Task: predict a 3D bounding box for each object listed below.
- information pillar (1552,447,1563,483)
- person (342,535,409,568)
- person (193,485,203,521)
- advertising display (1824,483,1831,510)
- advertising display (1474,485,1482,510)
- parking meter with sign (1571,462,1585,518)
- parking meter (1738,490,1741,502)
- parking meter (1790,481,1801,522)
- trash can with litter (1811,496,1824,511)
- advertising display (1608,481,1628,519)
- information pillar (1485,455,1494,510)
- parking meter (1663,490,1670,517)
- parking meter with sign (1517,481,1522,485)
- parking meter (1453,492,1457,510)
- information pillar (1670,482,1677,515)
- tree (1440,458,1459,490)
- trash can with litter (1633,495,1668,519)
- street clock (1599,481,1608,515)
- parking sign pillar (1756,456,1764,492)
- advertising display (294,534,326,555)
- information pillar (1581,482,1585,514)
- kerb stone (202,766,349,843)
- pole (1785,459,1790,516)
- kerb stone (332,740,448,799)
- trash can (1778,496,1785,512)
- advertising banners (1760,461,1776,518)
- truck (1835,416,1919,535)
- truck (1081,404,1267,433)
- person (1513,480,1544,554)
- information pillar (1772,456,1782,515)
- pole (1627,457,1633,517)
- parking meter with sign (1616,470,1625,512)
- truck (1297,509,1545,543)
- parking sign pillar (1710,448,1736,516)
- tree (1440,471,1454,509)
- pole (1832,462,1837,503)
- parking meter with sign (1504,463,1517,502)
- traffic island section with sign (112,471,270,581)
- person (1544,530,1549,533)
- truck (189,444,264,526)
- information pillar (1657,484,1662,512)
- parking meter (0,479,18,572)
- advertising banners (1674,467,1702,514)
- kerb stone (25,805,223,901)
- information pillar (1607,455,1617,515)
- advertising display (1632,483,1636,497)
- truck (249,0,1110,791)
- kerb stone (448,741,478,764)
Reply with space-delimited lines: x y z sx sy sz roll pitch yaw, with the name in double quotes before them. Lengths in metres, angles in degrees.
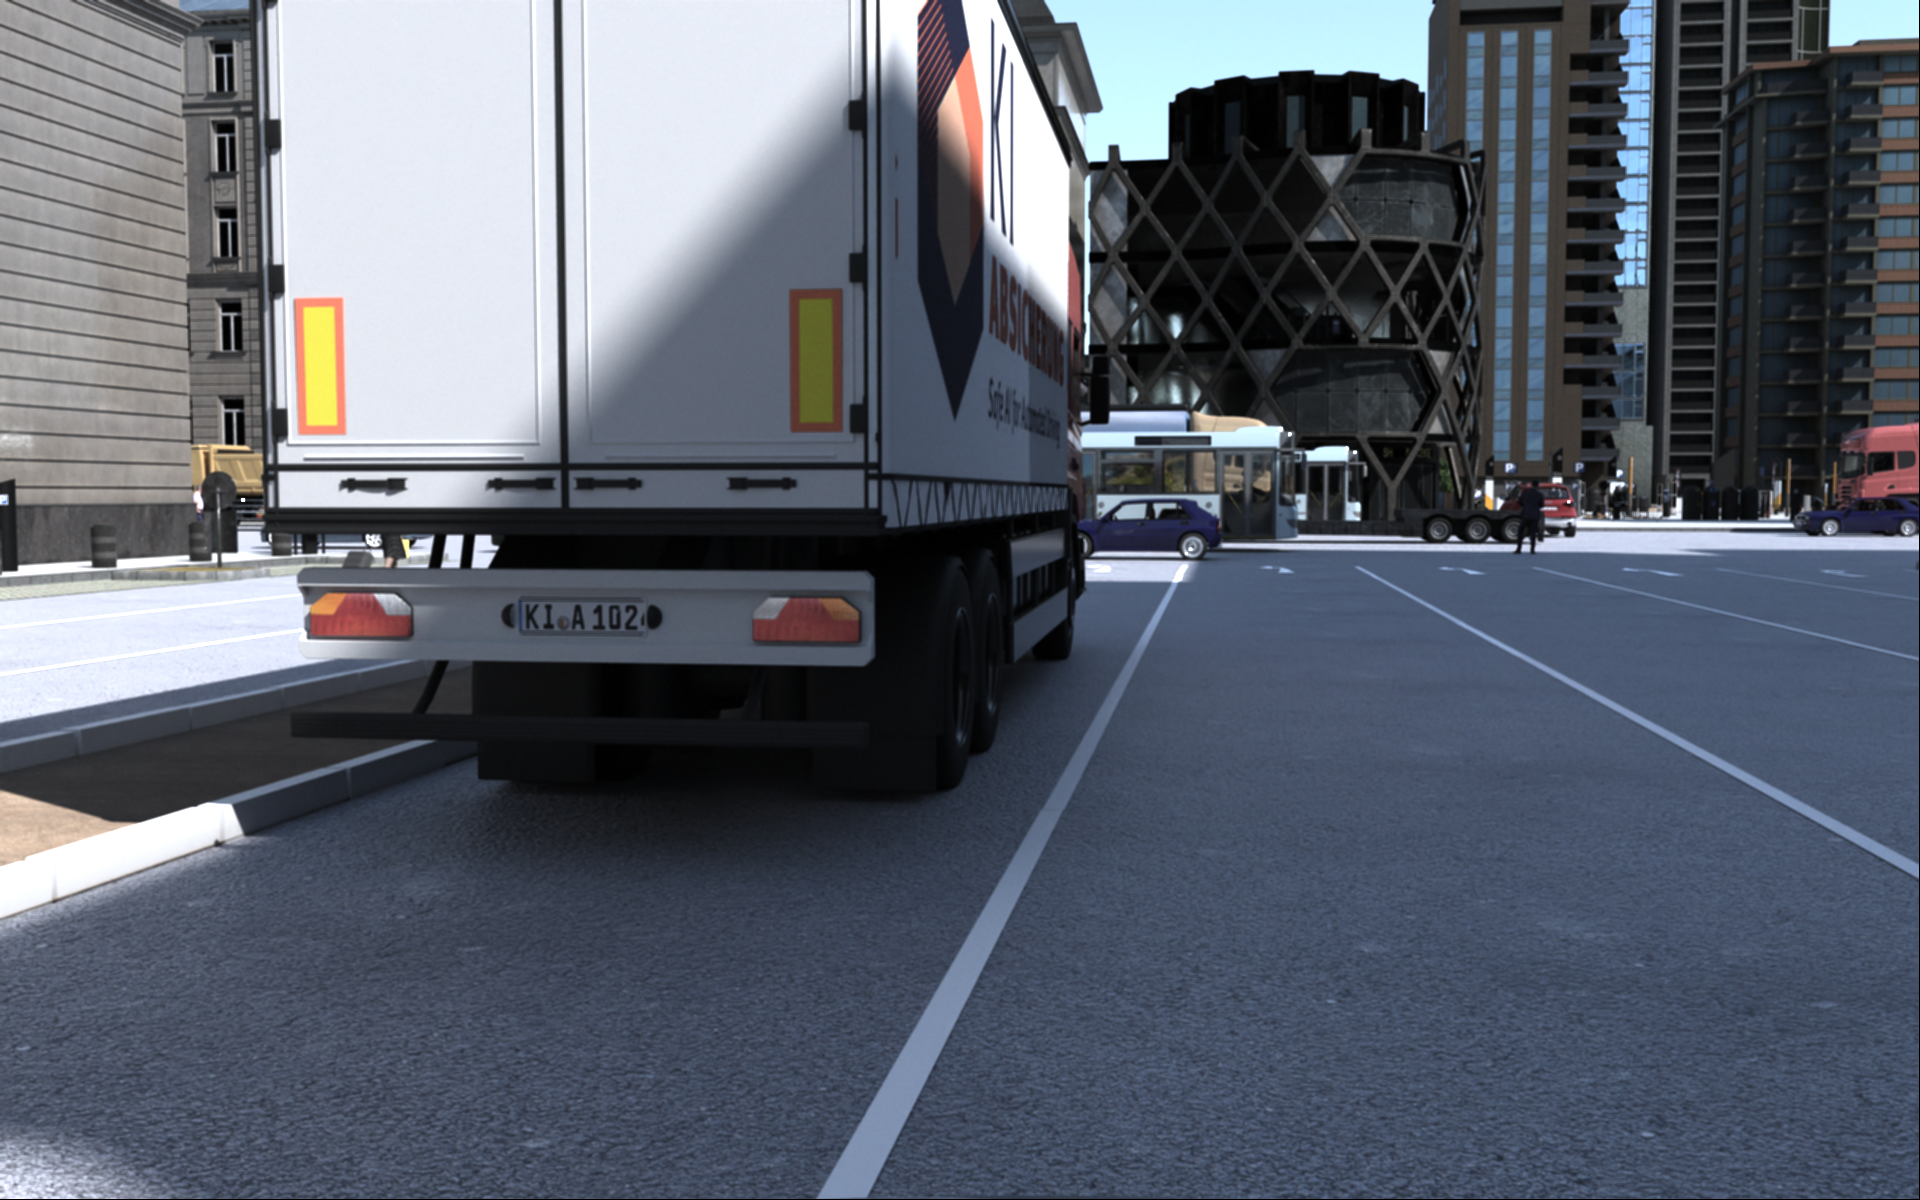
"information pillar" 29.451 -5.752 85.394 0.504 3.616 0.183 0 4 -3
"person" -9.069 -1.110 26.866 0.699 1.804 1.509 2 4 27
"person" -22.855 -2.608 52.083 0.436 1.711 0.756 -1 4 -13
"advertising display" 50.059 -5.796 99.978 0.123 1.923 0.974 1 4 16
"advertising display" 36.552 -7.200 122.929 0.974 1.923 0.123 -1 4 -13
"parking meter with sign" 33.713 -6.029 94.829 0.543 3.016 1.738 2 4 32
"parking meter" 43.472 -5.409 96.845 0.372 1.533 0.369 0 3 0
"parking meter" 38.590 -4.543 79.984 0.399 1.863 0.255 1 4 16
"trash can with litter" 45.096 -4.844 90.580 0.624 1.170 1.055 -3 5 -39
"advertising display" 33.278 -5.049 87.760 0.974 1.923 0.123 -1 4 -17
"information pillar" 31.529 -6.836 103.116 0.504 3.616 0.183 0 4 2
"parking meter" 39.139 -5.353 95.938 0.372 1.533 0.369 0 3 0
"parking meter with sign" 32.170 -6.350 100.080 0.543 3.016 1.738 3 4 36
"parking meter" 35.092 -6.975 122.457 0.372 1.533 0.369 0 3 0
"information pillar" 43.390 -6.169 105.358 0.304 2.012 0.304 0 4 -1
"tree" 38.435 -9.532 139.561 4.285 4.588 4.351 0 3 0
"trash can with litter" 35.668 -4.787 89.329 2.233 1.210 1.678 -1 4 -14
"street clock" 35.004 -5.484 94.240 0.471 2.002 0.358 -1 4 -22
"parking sign pillar" 56.915 -8.245 123.279 1.447 3.967 1.447 1 4 22
"advertising display" -13.867 -1.937 36.889 0.123 1.923 0.974 1 4 21
"information pillar" 38.976 -6.374 108.699 0.304 2.012 0.304 -2 4 -24
"kerb stone" -3.001 0.892 7.608 0.120 0.150 1.000 1 4 9
"pole" 47.522 -6.457 99.419 0.158 3.312 0.155 0 3 0
"kerb stone" -2.842 0.830 8.624 0.120 0.150 1.000 1 4 9
"trash can" 58.225 -6.811 123.017 0.748 1.137 0.748 0 3 0
"advertising banners" 42.579 -5.813 91.236 0.090 3.025 2.074 0 4 7
"truck" 36.654 -4.433 61.385 11.283 4.237 2.839 1 4 8
"truck" 5.017 -4.061 55.311 11.283 4.237 2.839 1 4 10
"person" 13.665 -1.998 41.615 0.683 1.767 0.568 1 4 14
"information pillar" 50.618 -7.087 107.230 0.183 3.616 0.504 -1 4 -19
"pole" 36.981 -6.222 95.578 0.158 3.312 0.155 0 3 0
"parking meter with sign" 47.551 -7.814 124.025 0.543 3.016 1.738 0 4 -4
"truck" 7.591 -3.799 51.874 18.799 4.110 2.967 1 4 8
"parking sign pillar" 44.185 -6.846 100.412 1.447 3.967 1.447 0 4 -5
"tree" 36.911 -8.324 130.698 1.663 3.219 1.824 0 3 0
"pole" 55.212 -7.065 109.352 0.158 3.312 0.155 0 3 0
"parking meter with sign" 31.052 -6.223 98.000 0.543 3.016 1.738 1 4 17
"traffic island section with sign" -12.914 -1.273 29.437 1.989 1.847 2.006 1 4 9
"person" 21.655 -3.220 63.846 0.600 1.496 0.574 -2 4 -26
"truck" -27.484 -4.402 67.890 9.791 3.379 3.469 1 4 10
"information pillar" 50.775 -7.411 125.668 0.304 2.012 0.304 2 4 25
"parking meter" -15.841 -1.241 28.694 0.372 1.533 0.369 0 3 0
"advertising banners" 46.612 -7.012 110.830 0.090 3.025 2.074 -3 5 -40
"kerb stone" -3.160 0.954 6.593 0.120 0.150 1.000 1 4 9
"information pillar" 39.576 -6.958 105.110 0.504 3.616 0.183 2 4 26
"advertising display" 39.811 -5.989 103.127 0.123 1.923 0.974 -2 4 -30
"truck" -0.657 -1.401 11.828 2.839 4.237 11.283 1 4 8
"kerb stone" -2.701 0.768 9.641 0.120 0.150 1.000 1 4 9
